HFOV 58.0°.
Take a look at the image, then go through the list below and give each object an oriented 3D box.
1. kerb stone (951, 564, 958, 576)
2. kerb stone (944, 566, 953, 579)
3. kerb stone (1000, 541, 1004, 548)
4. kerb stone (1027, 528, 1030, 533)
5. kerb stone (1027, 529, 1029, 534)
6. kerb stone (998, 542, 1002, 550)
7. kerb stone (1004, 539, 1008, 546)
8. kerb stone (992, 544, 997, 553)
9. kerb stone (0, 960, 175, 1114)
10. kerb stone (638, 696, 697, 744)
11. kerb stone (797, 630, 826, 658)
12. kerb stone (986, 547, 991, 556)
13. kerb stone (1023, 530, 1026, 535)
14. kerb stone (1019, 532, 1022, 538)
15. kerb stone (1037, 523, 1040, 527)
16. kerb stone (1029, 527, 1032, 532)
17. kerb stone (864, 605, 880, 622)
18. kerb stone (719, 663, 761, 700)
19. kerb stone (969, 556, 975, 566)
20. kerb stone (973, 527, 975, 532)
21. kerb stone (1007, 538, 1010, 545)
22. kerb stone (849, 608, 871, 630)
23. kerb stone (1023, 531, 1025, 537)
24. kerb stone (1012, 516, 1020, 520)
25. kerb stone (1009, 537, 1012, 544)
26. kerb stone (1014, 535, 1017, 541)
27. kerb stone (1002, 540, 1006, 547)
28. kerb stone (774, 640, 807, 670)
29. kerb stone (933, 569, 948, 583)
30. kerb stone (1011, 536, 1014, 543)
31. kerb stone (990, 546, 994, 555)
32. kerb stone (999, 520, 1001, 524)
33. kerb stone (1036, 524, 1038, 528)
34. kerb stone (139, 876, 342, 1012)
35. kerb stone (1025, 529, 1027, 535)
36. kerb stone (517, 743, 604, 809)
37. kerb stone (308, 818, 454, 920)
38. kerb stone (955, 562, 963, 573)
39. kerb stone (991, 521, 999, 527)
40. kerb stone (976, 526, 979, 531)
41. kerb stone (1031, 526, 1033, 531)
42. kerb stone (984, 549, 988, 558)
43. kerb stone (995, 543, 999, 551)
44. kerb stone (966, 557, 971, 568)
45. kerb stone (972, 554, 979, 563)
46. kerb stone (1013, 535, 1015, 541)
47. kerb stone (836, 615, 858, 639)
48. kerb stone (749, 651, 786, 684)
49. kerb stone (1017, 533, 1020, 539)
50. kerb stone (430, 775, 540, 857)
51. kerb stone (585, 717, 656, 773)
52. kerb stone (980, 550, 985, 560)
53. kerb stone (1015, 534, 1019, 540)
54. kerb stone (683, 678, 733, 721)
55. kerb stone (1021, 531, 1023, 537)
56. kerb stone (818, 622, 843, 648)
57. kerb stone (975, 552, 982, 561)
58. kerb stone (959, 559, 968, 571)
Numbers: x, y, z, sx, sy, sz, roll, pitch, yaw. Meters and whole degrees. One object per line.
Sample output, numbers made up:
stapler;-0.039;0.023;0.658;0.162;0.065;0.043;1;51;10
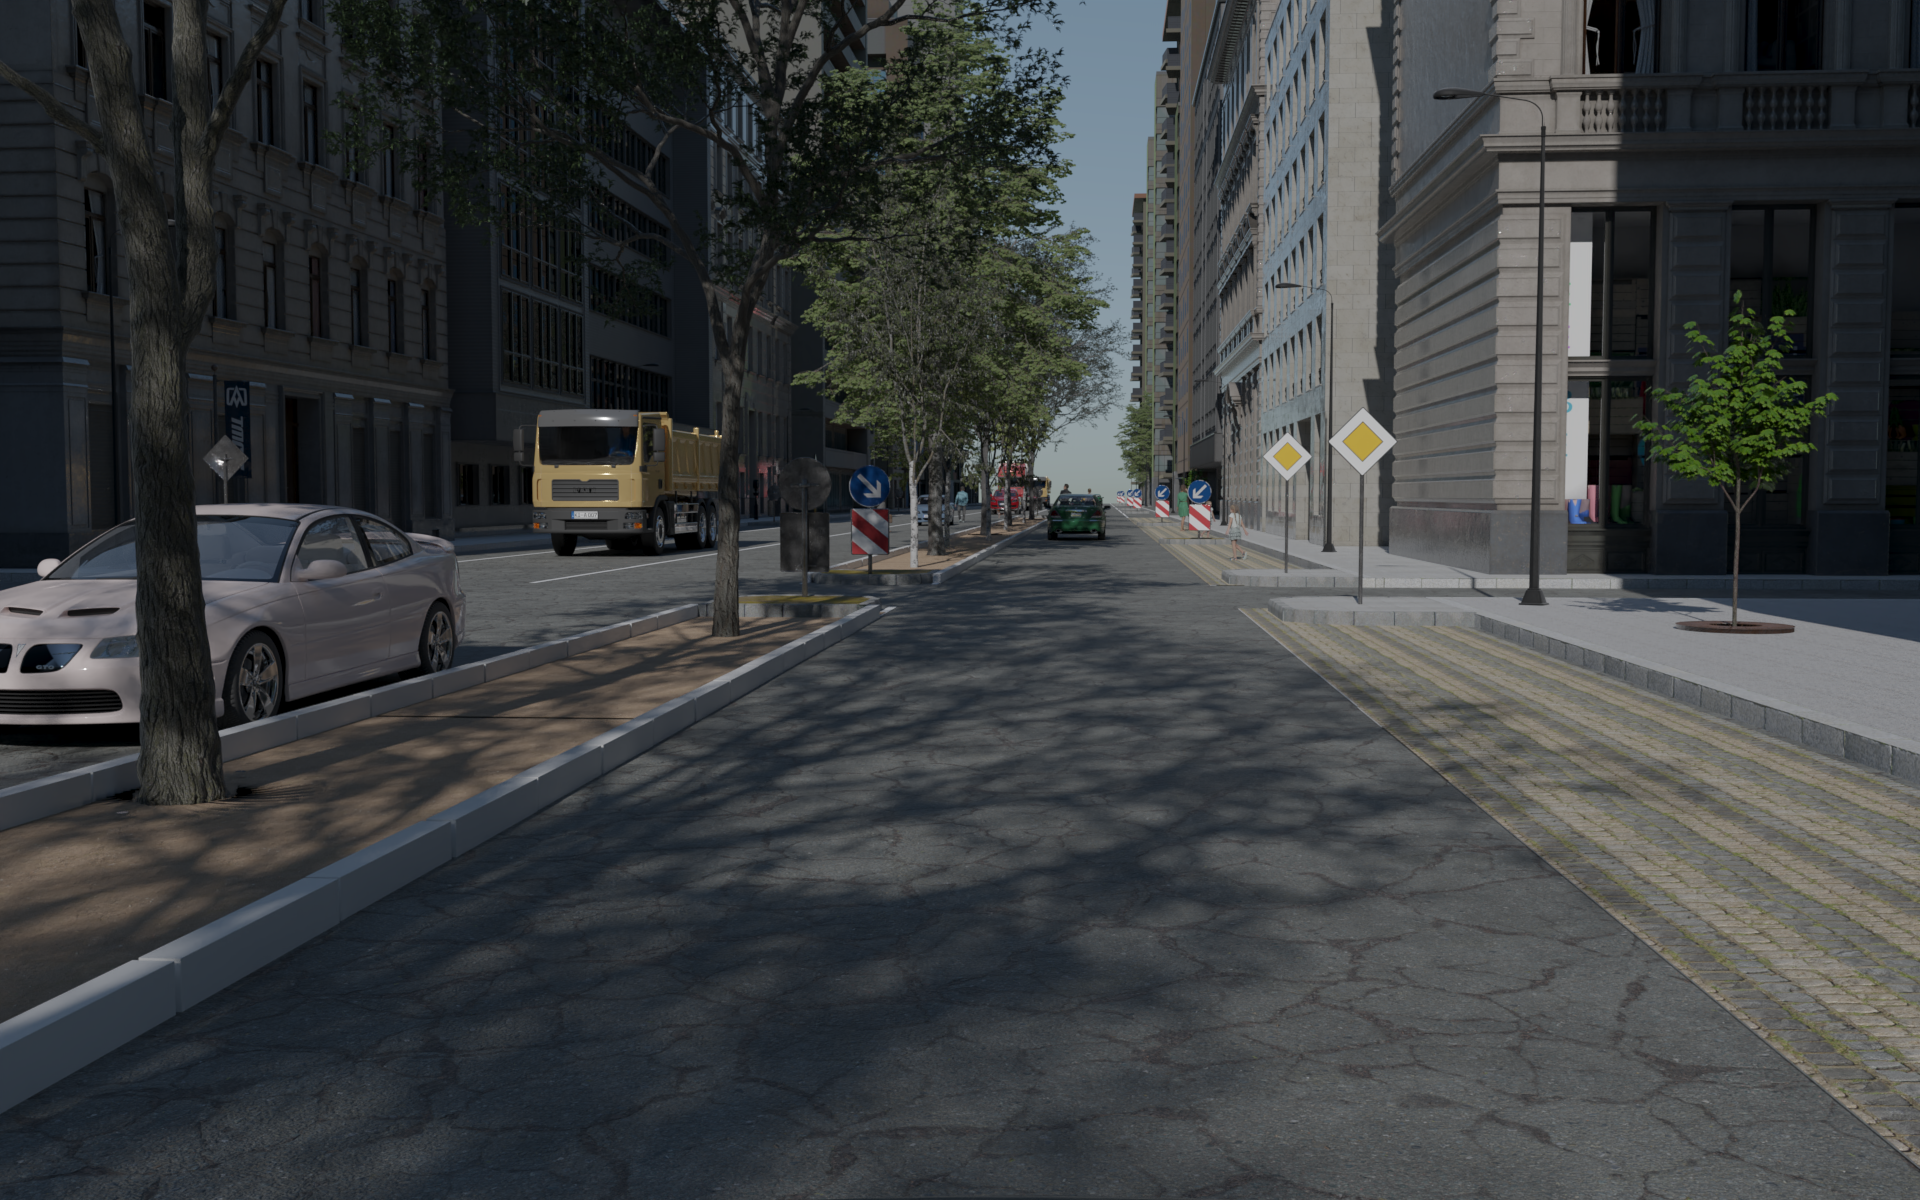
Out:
kerb stone;-0.171;-0.497;30.328;0.120;0.150;1.000;0;4;5
kerb stone;-0.256;-0.432;29.303;0.120;0.150;1.000;0;4;5
kerb stone;0.975;-1.373;44.650;0.120;0.150;1.000;0;4;5
kerb stone;2.284;-2.374;61.004;0.120;0.150;1.000;0;4;5
kerb stone;2.206;-2.311;59.982;0.120;0.150;1.000;0;4;5
kerb stone;0.899;-1.310;43.618;0.120;0.150;1.000;0;4;5
kerb stone;1.136;-1.498;46.695;0.120;0.150;1.000;0;4;5
kerb stone;0.727;-1.185;41.576;0.120;0.150;1.000;0;4;5
kerb stone;-2.257;1.097;4.268;0.120;0.150;1.000;0;4;5
kerb stone;-1.767;0.722;10.385;0.120;0.150;1.000;0;4;5
kerb stone;-1.360;0.410;15.493;0.120;0.150;1.000;0;4;5
kerb stone;0.561;-1.060;39.530;0.120;0.150;1.000;0;4;5
kerb stone;2.036;-2.183;57.945;0.120;0.150;1.000;0;4;5
kerb stone;1.788;-1.999;54.877;0.120;0.150;1.000;0;4;5
kerb stone;3.102;-2.995;71.228;0.120;0.150;1.000;0;4;5
kerb stone;2.449;-2.495;63.058;0.120;0.150;1.000;0;4;5
kerb stone;-1.030;0.160;19.582;0.120;0.150;1.000;0;4;5
kerb stone;-1.600;0.597;12.427;0.120;0.150;1.000;0;4;5
kerb stone;0.157;-0.739;34.417;0.120;0.150;1.000;0;4;5
kerb stone;0.346;-2.508;63.195;0.120;0.150;1.000;0;4;5
kerb stone;1.218;-1.561;47.721;0.120;0.150;1.000;0;4;5
kerb stone;-1.111;0.222;18.561;0.120;0.150;1.000;0;4;5
kerb stone;1.956;-2.124;56.926;0.120;0.150;1.000;0;4;5
kerb stone;3.206;-4.695;98.951;0.120;0.150;1.000;0;4;5
kerb stone;1.302;-1.623;48.739;0.120;0.150;1.000;0;4;5
kerb stone;1.541;-1.804;51.804;0.120;0.150;1.000;0;4;5
kerb stone;1.055;-1.436;45.671;0.120;0.150;1.000;0;4;5
kerb stone;-1.444;0.473;14.469;0.120;0.150;1.000;0;4;5
kerb stone;-0.335;-0.372;28.281;0.120;0.150;1.000;0;4;5
kerb stone;1.384;-1.685;49.765;0.120;0.150;1.000;0;4;5
kerb stone;0.650;-1.119;40.557;0.120;0.150;1.000;0;4;5
kerb stone;1.660;-3.507;79.540;0.120;0.150;1.000;0;4;5
kerb stone;2.931;-2.874;69.190;0.120;0.150;1.000;0;4;5
kerb stone;-2.172;1.034;5.287;0.120;0.150;1.000;0;4;5
kerb stone;2.125;-2.249;58.963;0.120;0.150;1.000;0;4;5
kerb stone;-1.930;0.847;8.346;0.120;0.150;1.000;0;4;5
kerb stone;-2.097;0.973;6.306;0.120;0.150;1.000;0;4;5
kerb stone;-0.084;-0.556;31.350;0.120;0.150;1.000;0;4;5
kerb stone;1.567;-3.445;78.513;0.120;0.150;1.000;0;4;5
kerb stone;0.513;-2.631;65.232;0.120;0.150;1.000;0;4;5
kerb stone;2.527;-2.562;64.079;0.120;0.150;1.000;0;4;5
kerb stone;0.477;-0.995;38.512;0.120;0.150;1.000;0;4;5
kerb stone;0.820;-1.244;42.599;0.120;0.150;1.000;0;4;5
kerb stone;0.075;-0.685;33.387;0.120;0.150;1.000;0;4;5
kerb stone;0.234;-0.806;35.444;0.120;0.150;1.000;0;4;5
kerb stone;1.465;-1.740;50.785;0.120;0.150;1.000;0;4;5
kerb stone;-1.184;0.286;17.541;0.120;0.150;1.000;0;4;5
kerb stone;-1.524;0.535;13.447;0.120;0.150;1.000;0;4;5
kerb stone;1.706;-1.934;53.852;0.120;0.150;1.000;0;4;5
kerb stone;-2.006;0.909;7.327;0.120;0.150;1.000;0;4;5
kerb stone;-1.845;0.785;9.366;0.120;0.150;1.000;0;4;5
kerb stone;0.400;-0.935;37.492;0.120;0.150;1.000;0;4;5
kerb stone;1.630;-1.874;52.830;0.120;0.150;1.000;0;4;5
kerb stone;-1.680;0.662;11.408;0.120;0.150;1.000;0;4;5
kerb stone;1.873;-2.060;55.895;0.120;0.150;1.000;0;4;5
kerb stone;-1.273;0.348;16.511;0.120;0.150;1.000;0;4;5
kerb stone;0.325;-0.873;36.473;0.120;0.150;1.000;0;4;5
kerb stone;-0.002;-0.622;32.368;0.120;0.150;1.000;0;4;5
